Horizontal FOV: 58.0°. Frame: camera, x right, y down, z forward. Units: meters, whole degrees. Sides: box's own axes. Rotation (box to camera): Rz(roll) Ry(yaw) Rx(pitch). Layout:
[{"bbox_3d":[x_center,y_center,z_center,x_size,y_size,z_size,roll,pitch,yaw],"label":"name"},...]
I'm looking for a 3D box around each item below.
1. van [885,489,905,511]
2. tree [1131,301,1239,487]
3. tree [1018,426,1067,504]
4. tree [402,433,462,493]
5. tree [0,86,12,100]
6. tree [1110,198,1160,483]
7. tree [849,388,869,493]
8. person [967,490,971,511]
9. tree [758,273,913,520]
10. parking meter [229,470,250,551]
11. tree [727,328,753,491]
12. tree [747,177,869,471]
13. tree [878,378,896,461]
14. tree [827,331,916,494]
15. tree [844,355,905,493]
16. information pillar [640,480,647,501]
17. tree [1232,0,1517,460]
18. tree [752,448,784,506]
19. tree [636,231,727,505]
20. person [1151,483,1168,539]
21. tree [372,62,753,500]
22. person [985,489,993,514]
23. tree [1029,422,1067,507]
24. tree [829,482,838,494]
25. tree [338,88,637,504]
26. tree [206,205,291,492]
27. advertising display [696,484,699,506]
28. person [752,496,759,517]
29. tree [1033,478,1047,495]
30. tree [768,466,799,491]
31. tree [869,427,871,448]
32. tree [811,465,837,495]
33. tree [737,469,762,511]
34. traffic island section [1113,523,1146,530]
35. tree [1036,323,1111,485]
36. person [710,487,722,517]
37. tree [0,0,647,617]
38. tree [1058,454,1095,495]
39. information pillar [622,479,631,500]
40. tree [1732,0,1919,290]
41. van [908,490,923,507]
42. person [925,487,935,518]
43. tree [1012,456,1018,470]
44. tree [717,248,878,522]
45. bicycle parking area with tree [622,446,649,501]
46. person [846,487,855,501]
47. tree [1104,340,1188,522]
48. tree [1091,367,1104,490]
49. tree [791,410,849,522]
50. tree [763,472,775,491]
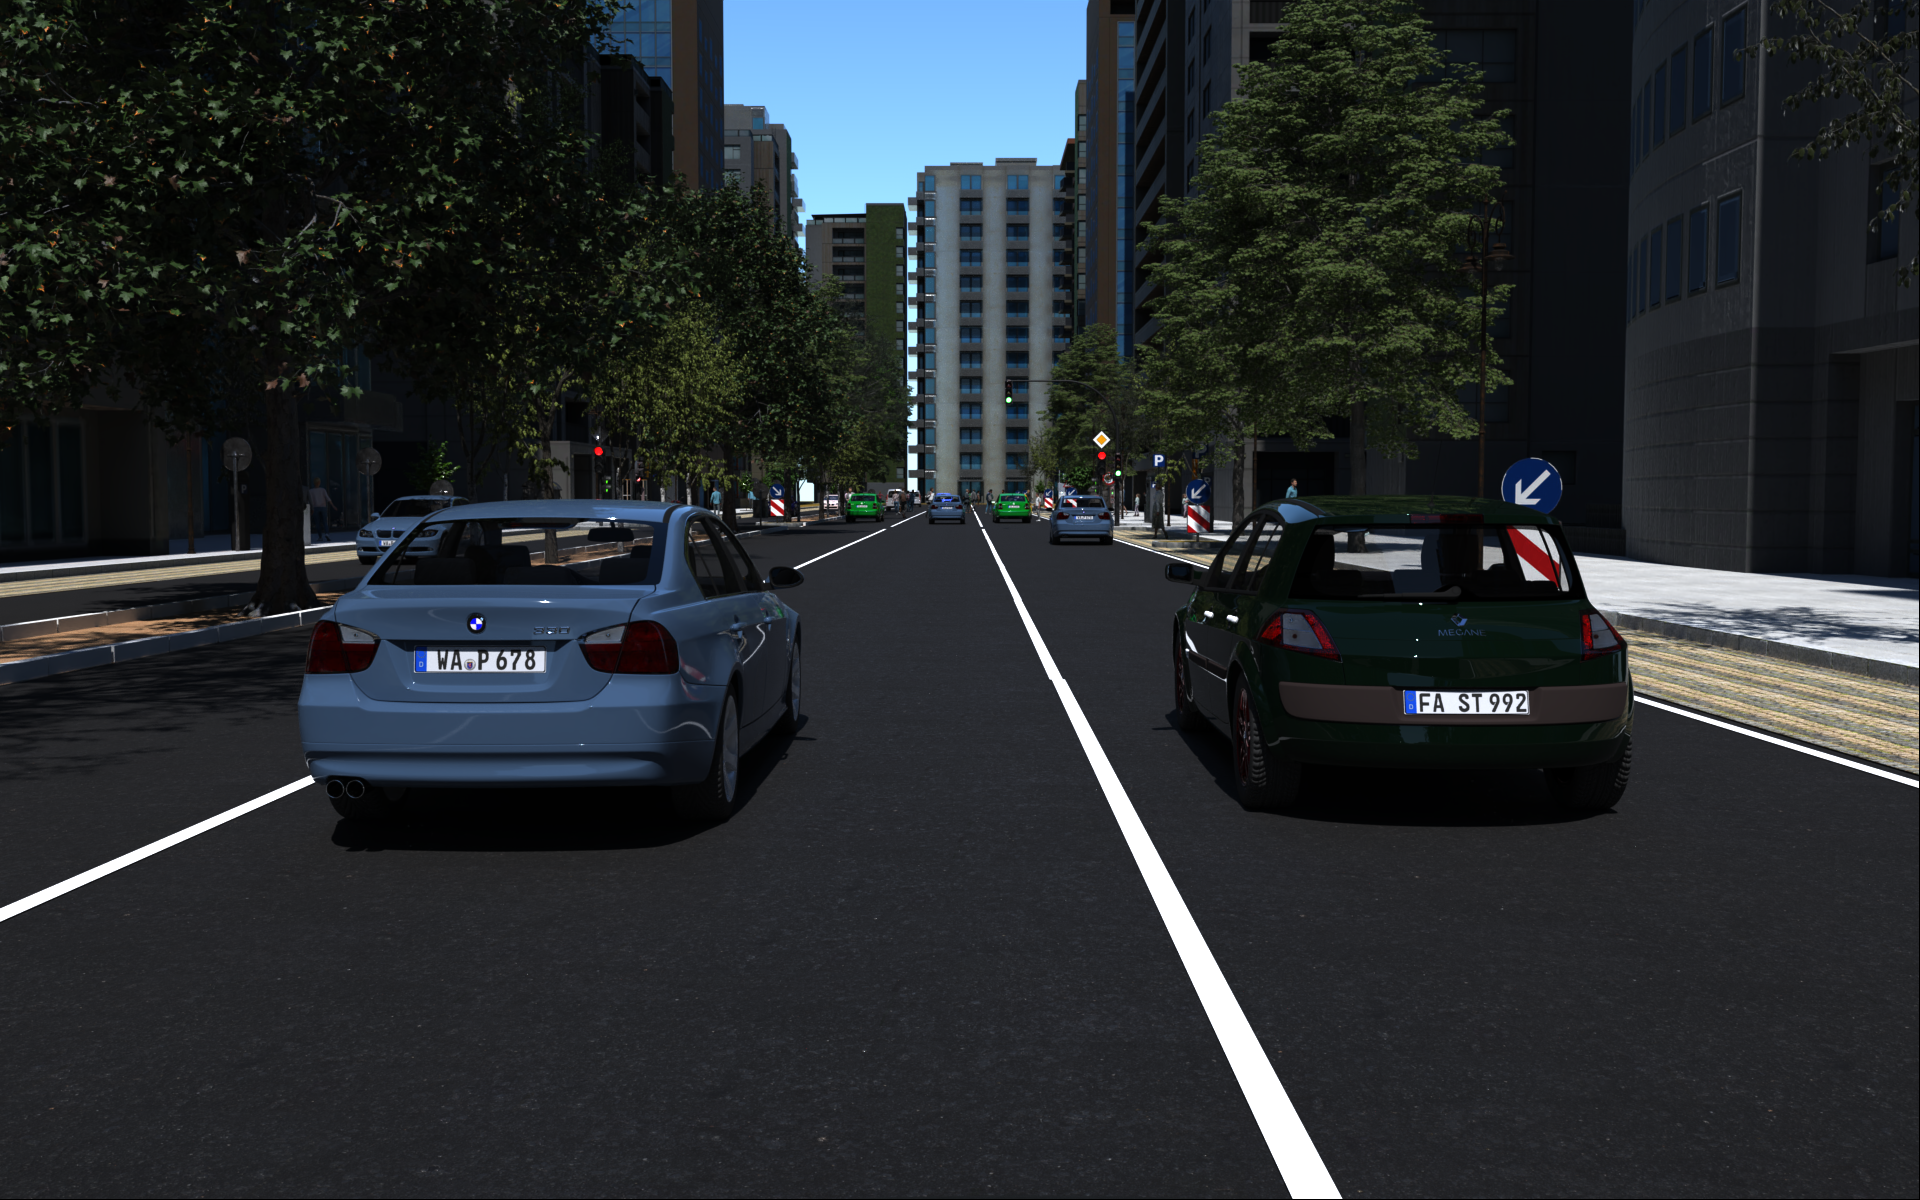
[{"bbox_3d":[-5.491,-8.737,149.858,2.013,2.044,4.112,0,4,2],"label":"van"},{"bbox_3d":[8.462,-6.829,62.018,4.737,8.622,4.395,0,3,0],"label":"tree"},{"bbox_3d":[9.459,-14.405,185.882,4.360,8.622,3.978,0,3,0],"label":"tree"},{"bbox_3d":[-16.766,-3.697,55.040,1.663,3.219,1.824,0,3,0],"label":"tree"},{"bbox_3d":[-8.070,-5.807,7.770,12.009,13.543,11.850,0,3,0],"label":"tree"},{"bbox_3d":[8.946,-8.249,52.995,7.486,12.596,7.792,0,3,0],"label":"tree"},{"bbox_3d":[-7.951,-9.263,104.267,4.737,8.622,4.395,0,3,0],"label":"tree"},{"bbox_3d":[0.774,-8.377,145.717,0.529,1.795,0.600,-2,4,-27],"label":"person"},{"bbox_3d":[-7.652,-11.182,95.660,12.009,13.543,11.850,0,3,0],"label":"tree"},{"bbox_3d":[-16.334,-2.054,39.301,0.255,1.863,0.399,1,4,17],"label":"parking meter"},{"bbox_3d":[-8.080,-5.762,47.033,4.737,8.622,4.395,0,3,0],"label":"tree"},{"bbox_3d":[-8.120,-8.636,60.670,9.611,12.733,9.660,0,3,0],"label":"tree"},{"bbox_3d":[-7.974,-11.902,115.175,7.486,12.596,7.792,0,3,0],"label":"tree"},{"bbox_3d":[-7.889,-13.840,135.396,9.857,13.997,8.962,0,3,0],"label":"tree"},{"bbox_3d":[-7.717,-12.012,124.609,9.928,11.665,9.643,0,3,0],"label":"tree"},{"bbox_3d":[-16.165,-5.129,88.346,0.304,2.012,0.304,2,4,29],"label":"information pillar"},{"bbox_3d":[8.277,-7.303,37.539,7.486,12.596,7.792,0,3,0],"label":"tree"},{"bbox_3d":[-16.937,-12.508,154.868,4.360,8.622,3.978,0,3,0],"label":"tree"},{"bbox_3d":[-8.242,-5.441,41.787,4.737,8.622,4.395,0,3,0],"label":"tree"},{"bbox_3d":[6.339,-2.822,54.867,0.478,1.798,0.641,-3,5,-40],"label":"person"},{"bbox_3d":[-8.331,-6.031,35.471,8.767,10.594,7.601,0,4,0],"label":"tree"},{"bbox_3d":[2.110,-6.986,123.076,0.623,1.781,0.721,1,4,20],"label":"person"},{"bbox_3d":[8.754,-13.293,167.703,4.737,8.622,4.395,0,3,0],"label":"tree"},{"bbox_3d":[-16.291,-14.218,227.064,1.663,3.219,1.824,0,3,0],"label":"tree"},{"bbox_3d":[-7.971,-4.604,28.096,4.737,8.622,4.395,0,3,0],"label":"tree"},{"bbox_3d":[-17.261,-5.636,42.506,4.360,8.622,3.978,0,3,0],"label":"tree"},{"bbox_3d":[-16.294,-6.250,107.398,0.123,1.923,0.974,0,4,-7],"label":"advertising display"},{"bbox_3d":[-12.726,-6.131,108.604,0.748,1.841,0.638,2,4,28],"label":"person"},{"bbox_3d":[9.401,-12.707,202.356,1.663,3.219,1.824,0,3,0],"label":"tree"},{"bbox_3d":[-16.703,-10.942,162.608,4.285,4.588,4.351,0,3,0],"label":"tree"},{"bbox_3d":[-7.610,-9.558,109.094,4.737,8.622,4.395,0,3,0],"label":"tree"},{"bbox_3d":[-15.519,-17.393,218.789,7.601,10.594,8.767,0,4,1],"label":"tree"},{"bbox_3d":[-16.054,-8.351,131.143,1.663,3.219,1.824,0,3,0],"label":"tree"},{"bbox_3d":[6.280,-2.866,69.140,2.009,0.180,2.903,0,4,0],"label":"traffic island section"},{"bbox_3d":[8.793,-12.071,115.491,7.486,12.596,7.792,0,3,0],"label":"tree"},{"bbox_3d":[-13.997,-5.561,99.281,0.638,1.841,0.748,0,4,-5],"label":"person"},{"bbox_3d":[-7.983,-6.163,20.228,9.611,12.733,9.660,0,3,0],"label":"tree"},{"bbox_3d":[8.895,-8.681,125.648,4.285,4.588,4.351,0,3,0],"label":"tree"},{"bbox_3d":[-16.671,-5.026,86.667,0.304,2.012,0.304,2,4,26],"label":"information pillar"},{"bbox_3d":[8.217,-3.860,13.471,4.360,8.622,3.978,0,3,0],"label":"tree"},{"bbox_3d":[-5.065,-11.175,189.718,2.013,2.044,4.112,0,4,-1],"label":"van"},{"bbox_3d":[-1.782,-5.806,103.534,0.679,1.850,0.850,-3,5,-41],"label":"person"},{"bbox_3d":[8.928,-16.327,217.303,4.360,8.622,3.978,0,3,0],"label":"tree"},{"bbox_3d":[-7.996,-9.703,79.234,7.486,12.596,7.792,0,3,0],"label":"tree"},{"bbox_3d":[-22.680,-7.185,104.470,8.231,4.147,9.016,1,4,14],"label":"bicycle parking area with tree"},{"bbox_3d":[-5.863,-5.132,92.609,0.606,1.804,0.583,1,4,15],"label":"person"},{"bbox_3d":[9.251,-7.967,80.630,4.360,8.622,3.978,0,3,0],"label":"tree"},{"bbox_3d":[8.948,-8.846,94.989,4.360,8.622,3.978,0,3,0],"label":"tree"},{"bbox_3d":[-8.025,-8.153,86.128,4.737,8.622,4.395,0,3,0],"label":"tree"},{"bbox_3d":[-16.879,-9.478,149.572,1.663,3.219,1.824,0,3,0],"label":"tree"}]
